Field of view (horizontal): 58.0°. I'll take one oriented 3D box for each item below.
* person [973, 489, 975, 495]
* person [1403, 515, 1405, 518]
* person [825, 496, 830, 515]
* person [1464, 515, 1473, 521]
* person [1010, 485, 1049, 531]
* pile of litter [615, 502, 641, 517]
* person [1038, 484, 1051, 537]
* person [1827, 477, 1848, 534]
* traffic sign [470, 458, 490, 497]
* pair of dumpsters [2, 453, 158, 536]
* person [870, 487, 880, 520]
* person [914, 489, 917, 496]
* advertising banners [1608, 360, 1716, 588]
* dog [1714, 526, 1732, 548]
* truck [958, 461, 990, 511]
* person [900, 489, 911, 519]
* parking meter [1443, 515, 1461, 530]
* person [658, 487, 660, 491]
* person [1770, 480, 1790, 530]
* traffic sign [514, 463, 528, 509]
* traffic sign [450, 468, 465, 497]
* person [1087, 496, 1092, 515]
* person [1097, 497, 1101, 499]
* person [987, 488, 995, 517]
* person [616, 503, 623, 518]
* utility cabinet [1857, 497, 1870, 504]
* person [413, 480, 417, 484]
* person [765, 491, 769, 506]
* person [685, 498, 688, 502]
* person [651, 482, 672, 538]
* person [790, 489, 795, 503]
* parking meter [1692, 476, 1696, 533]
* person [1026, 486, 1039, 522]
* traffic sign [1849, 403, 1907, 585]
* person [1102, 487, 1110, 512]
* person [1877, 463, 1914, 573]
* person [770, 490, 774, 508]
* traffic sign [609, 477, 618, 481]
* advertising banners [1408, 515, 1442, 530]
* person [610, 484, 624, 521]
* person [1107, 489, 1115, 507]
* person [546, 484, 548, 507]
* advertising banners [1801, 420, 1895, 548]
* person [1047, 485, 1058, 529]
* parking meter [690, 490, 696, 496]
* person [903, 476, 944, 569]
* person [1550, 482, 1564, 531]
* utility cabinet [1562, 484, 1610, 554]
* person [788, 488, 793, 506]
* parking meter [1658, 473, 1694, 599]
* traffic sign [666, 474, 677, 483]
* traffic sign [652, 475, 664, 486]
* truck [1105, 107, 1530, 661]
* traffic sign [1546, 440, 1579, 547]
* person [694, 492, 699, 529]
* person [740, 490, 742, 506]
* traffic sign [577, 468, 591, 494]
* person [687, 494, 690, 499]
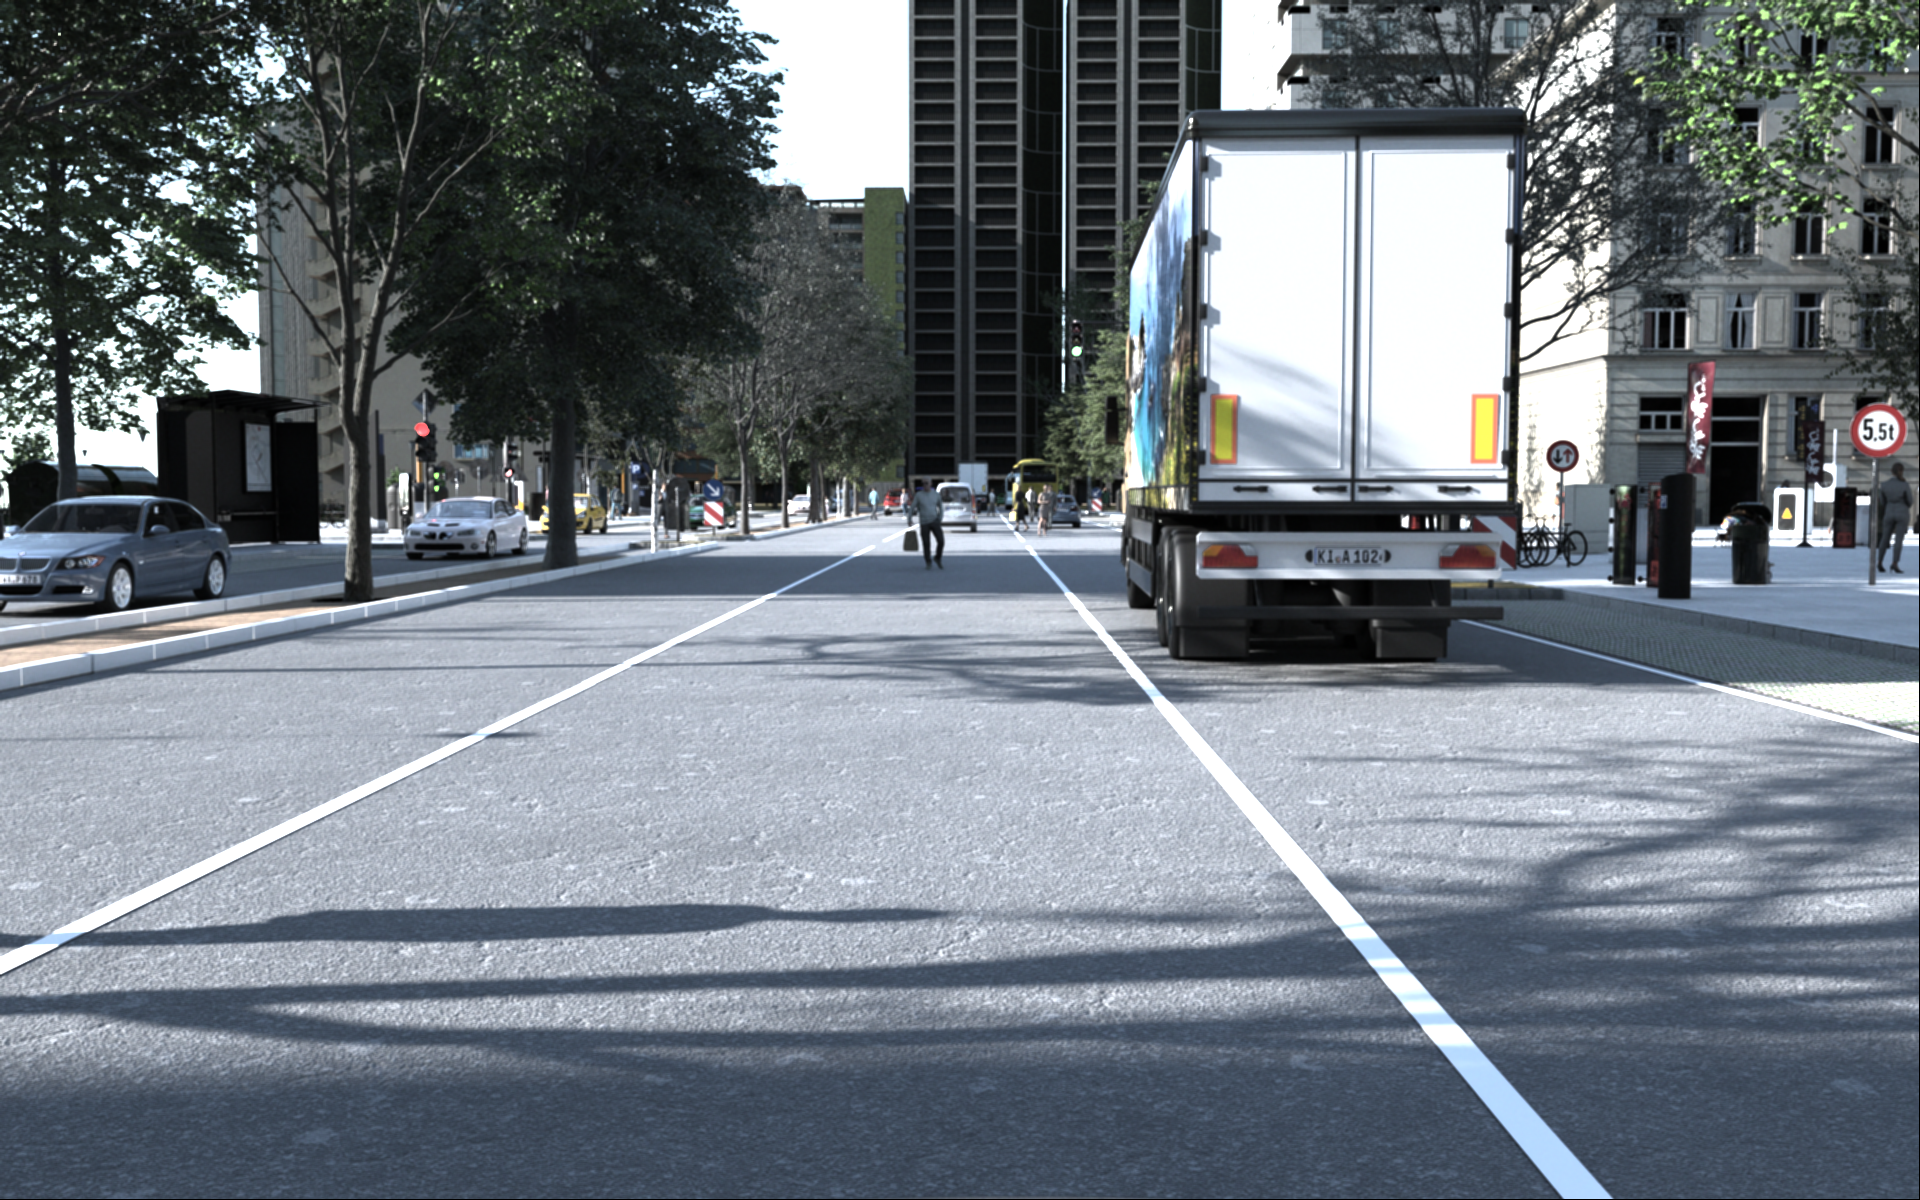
[{"bbox_3d":[1.109,-8.240,143.188,0.705,1.831,1.348,-2,4,-25],"label":"person"},{"bbox_3d":[22.888,-5.228,91.737,0.699,1.804,1.509,-1,4,-16],"label":"person"},{"bbox_3d":[-8.426,-5.940,109.892,0.425,1.301,0.394,1,4,12],"label":"person"},{"bbox_3d":[16.360,-2.737,55.460,0.373,1.253,0.362,3,5,40],"label":"person"},{"bbox_3d":[2.689,-3.581,67.267,1.509,1.804,0.699,0,4,-5],"label":"person"},{"bbox_3d":[-18.853,-5.158,98.299,1.719,0.858,1.176,-2,4,-31],"label":"pile of litter"},{"bbox_3d":[2.858,-3.031,58.392,0.599,1.781,0.374,-2,4,-34],"label":"person"},{"bbox_3d":[27.977,-2.995,54.976,0.622,1.834,0.822,0,4,-2],"label":"person"},{"bbox_3d":[-16.934,-3.729,61.080,0.768,2.556,0.104,1,4,10],"label":"traffic sign"},{"bbox_3d":[-19.873,-2.254,39.340,1.574,2.255,4.437,0,4,1],"label":"pair of dumpsters"},{"bbox_3d":[-4.848,-5.426,97.074,0.748,1.841,0.638,-3,5,-42],"label":"person"},{"bbox_3d":[-3.648,-8.127,141.336,0.705,1.831,1.348,0,4,4],"label":"person"},{"bbox_3d":[9.554,-1.678,23.631,0.090,3.025,2.074,-1,4,-15],"label":"advertising banners"},{"bbox_3d":[18.366,-1.517,41.626,0.540,0.507,0.406,3,4,36],"label":"dog"},{"bbox_3d":[1.206,-9.953,151.649,2.839,4.237,11.283,0,4,1],"label":"truck"},{"bbox_3d":[-3.060,-5.594,100.638,0.598,1.740,0.731,2,4,31],"label":"person"},{"bbox_3d":[12.022,-2.241,42.355,0.399,1.863,0.255,-1,4,-21],"label":"parking meter"},{"bbox_3d":[-23.531,-7.922,135.532,0.705,1.831,1.348,-3,5,-43],"label":"person"},{"bbox_3d":[29.461,-3.416,62.157,0.793,1.790,0.793,0,4,7],"label":"person"},{"bbox_3d":[-18.612,-4.463,72.973,0.884,2.594,0.081,0,4,2],"label":"traffic sign"},{"bbox_3d":[-19.953,-4.077,68.785,0.606,2.300,0.079,0,4,3],"label":"traffic sign"},{"bbox_3d":[8.793,-6.415,117.662,0.425,1.301,0.394,-2,4,-30],"label":"person"},{"bbox_3d":[10.538,-7.600,130.855,0.434,1.755,0.990,0,4,6],"label":"person"},{"bbox_3d":[2.001,-6.232,110.618,0.478,1.798,0.641,-3,5,-44],"label":"person"},{"bbox_3d":[-18.562,-5.295,93.372,0.760,1.731,0.466,-2,4,-31],"label":"person"},{"bbox_3d":[23.242,-2.056,44.774,0.306,1.237,1.020,-3,5,-44],"label":"utility cabinet"},{"bbox_3d":[-21.244,-3.755,67.305,0.748,1.841,0.638,1,4,23],"label":"person"},{"bbox_3d":[-21.484,-11.360,193.245,0.593,1.643,0.415,3,5,41],"label":"person"},{"bbox_3d":[-31.256,-11.704,197.955,0.990,1.755,0.434,1,4,19],"label":"person"},{"bbox_3d":[-9.637,-2.917,56.164,0.622,1.834,0.822,-3,4,-39],"label":"person"},{"bbox_3d":[-19.113,-11.619,196.012,1.348,1.824,0.705,-3,5,-39],"label":"person"},{"bbox_3d":[24.242,-3.164,57.436,0.255,1.863,0.399,1,4,17],"label":"parking meter"},{"bbox_3d":[3.737,-4.948,89.499,0.679,1.850,0.850,1,4,8],"label":"person"},{"bbox_3d":[12.826,-1.478,24.275,0.768,2.556,0.104,0,4,6],"label":"traffic sign"},{"bbox_3d":[10.587,-7.336,126.225,0.600,1.795,0.529,-1,4,-13],"label":"person"},{"bbox_3d":[15.251,-1.340,28.222,0.520,1.790,0.573,2,4,34],"label":"person"},{"bbox_3d":[-16.405,-8.793,151.271,0.415,1.643,0.593,-1,4,-20],"label":"person"},{"bbox_3d":[-20.229,-6.044,100.947,0.606,2.300,0.079,0,4,5],"label":"traffic sign"},{"bbox_3d":[12.180,-3.045,45.976,2.074,3.025,0.090,3,4,36],"label":"advertising banners"},{"bbox_3d":[-16.063,-4.570,80.741,0.794,1.824,0.713,2,4,26],"label":"person"},{"bbox_3d":[14.790,-10.146,172.010,1.350,1.814,0.705,-2,4,-35],"label":"person"},{"bbox_3d":[-22.830,-5.493,95.862,0.388,1.821,0.555,-1,4,-15],"label":"person"},{"bbox_3d":[21.015,-2.742,41.024,2.074,3.025,0.090,1,4,18],"label":"advertising banners"},{"bbox_3d":[3.609,-3.767,70.187,0.694,1.812,0.767,2,4,24],"label":"person"},{"bbox_3d":[-15.852,-5.765,102.674,0.372,1.533,0.369,0,3,0],"label":"parking meter"},{"bbox_3d":[-0.684,-1.466,32.959,0.782,1.767,0.515,-1,4,-9],"label":"person"},{"bbox_3d":[20.571,-3.215,59.617,0.512,1.701,0.522,2,4,27],"label":"person"},{"bbox_3d":[13.415,-1.739,37.119,1.173,1.500,0.318,-2,4,-33],"label":"utility cabinet"},{"bbox_3d":[-15.577,-9.291,158.027,0.705,1.814,1.350,-2,4,-24],"label":"person"},{"bbox_3d":[8.793,-0.787,21.280,0.372,1.533,0.369,0,3,0],"label":"parking meter"},{"bbox_3d":[-18.005,-6.607,108.136,0.768,2.556,0.104,0,4,8],"label":"traffic sign"},{"bbox_3d":[-19.353,-6.778,110.928,0.768,2.556,0.104,0,4,4],"label":"traffic sign"},{"bbox_3d":[3.122,-1.793,18.226,2.839,4.237,11.283,0,4,3],"label":"truck"},{"bbox_3d":[14.146,-2.485,40.737,0.768,2.556,0.104,0,4,4],"label":"traffic sign"},{"bbox_3d":[-10.864,-3.669,71.076,0.503,1.515,0.523,1,4,9],"label":"person"},{"bbox_3d":[-23.846,-11.143,189.164,0.436,1.711,0.756,1,4,9],"label":"person"},{"bbox_3d":[-18.053,-5.082,83.202,0.768,2.556,0.104,1,4,9],"label":"traffic sign"},{"bbox_3d":[-26.591,-10.014,169.635,0.599,1.838,0.709,3,5,42],"label":"person"}]
